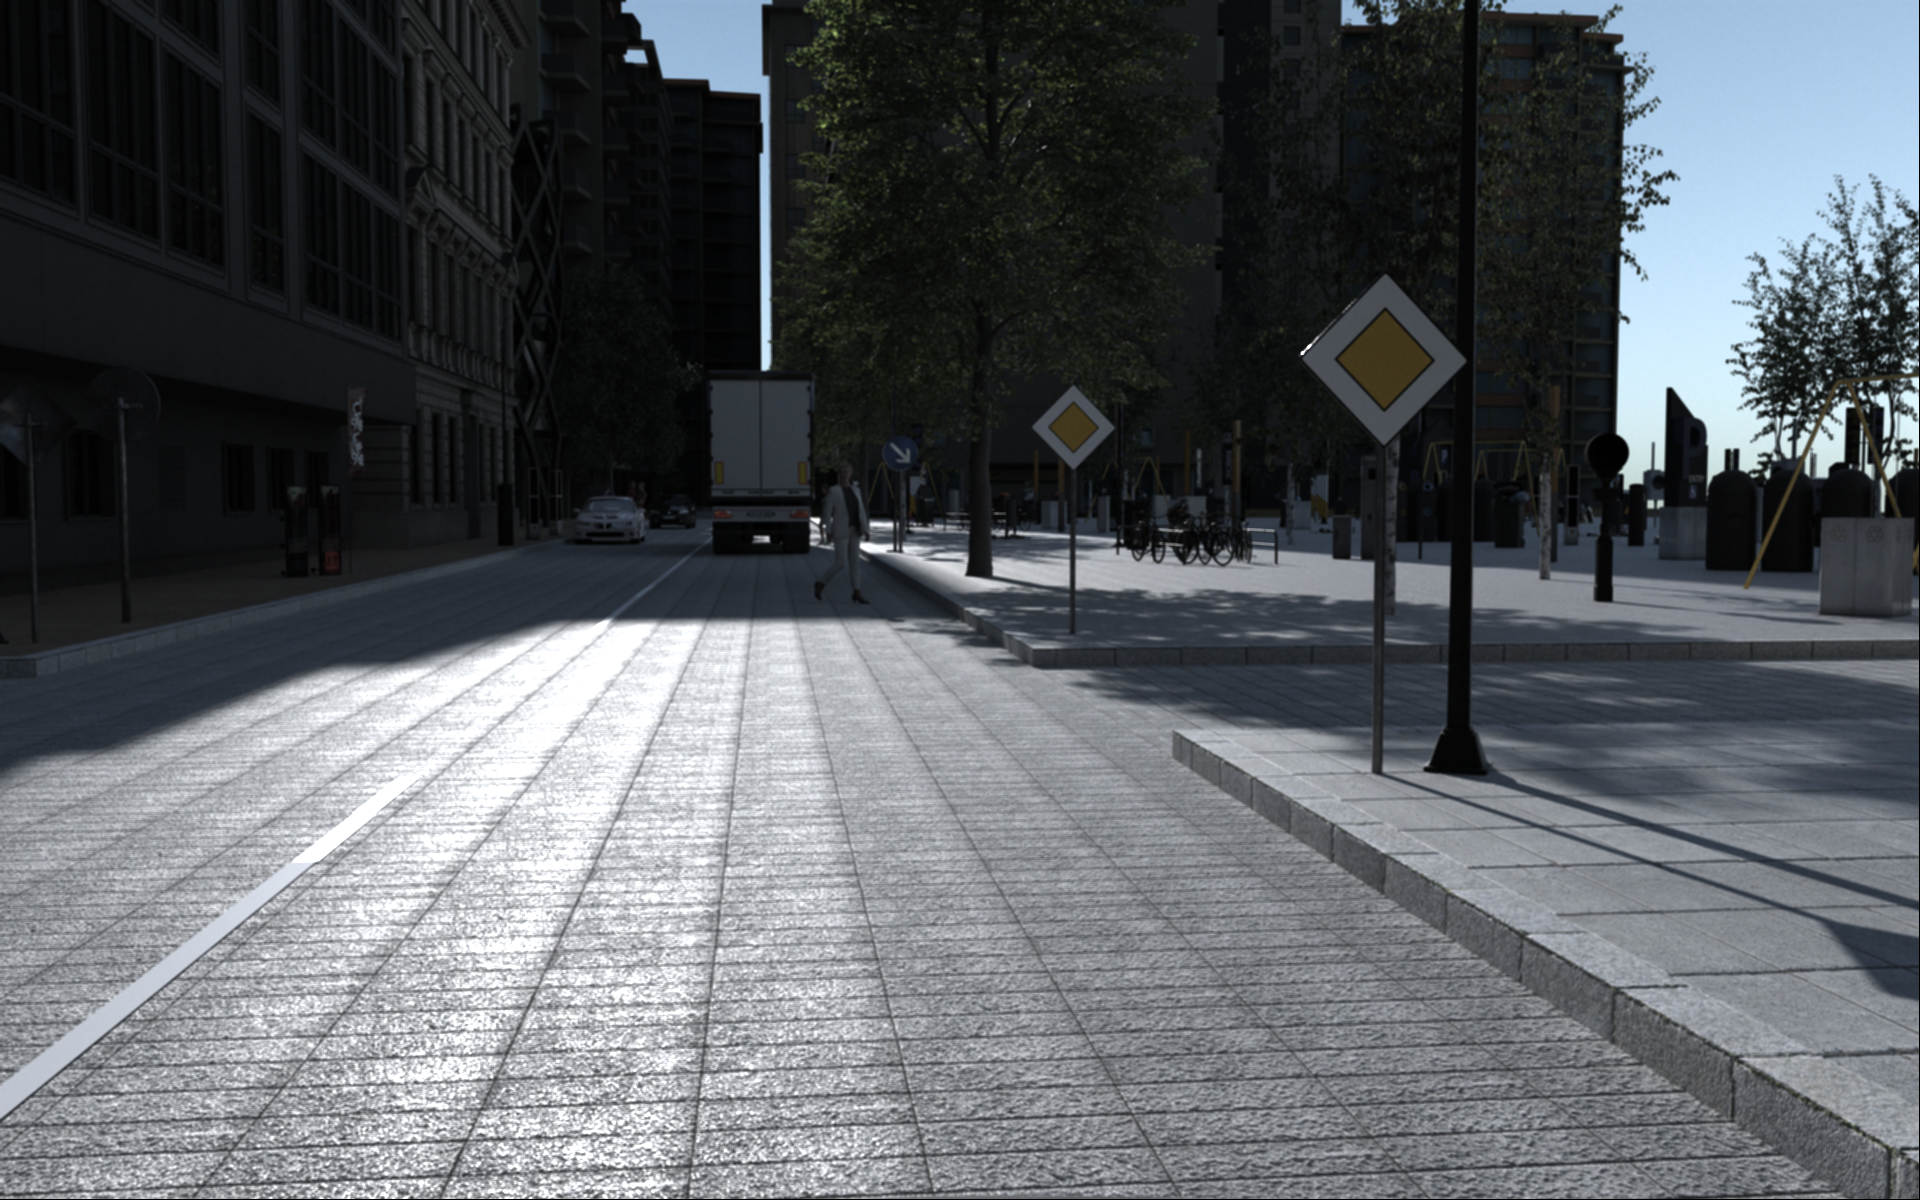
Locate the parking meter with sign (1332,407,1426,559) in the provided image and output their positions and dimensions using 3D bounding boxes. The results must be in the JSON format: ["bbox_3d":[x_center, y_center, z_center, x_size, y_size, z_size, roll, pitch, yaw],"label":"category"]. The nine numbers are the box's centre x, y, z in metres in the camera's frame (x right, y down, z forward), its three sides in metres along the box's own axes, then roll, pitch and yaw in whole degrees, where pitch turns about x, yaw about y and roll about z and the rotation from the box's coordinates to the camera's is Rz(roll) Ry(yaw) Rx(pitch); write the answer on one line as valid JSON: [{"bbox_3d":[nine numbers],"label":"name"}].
[{"bbox_3d":[8.242,-2.316,34.130,1.738,3.016,0.543,1,4,11],"label":"parking meter with sign"}]

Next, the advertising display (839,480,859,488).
[{"bbox_3d":[-5.128,-4.603,80.467,0.974,1.923,0.123,1,4,13],"label":"advertising display"}]

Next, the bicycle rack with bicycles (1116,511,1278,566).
[{"bbox_3d":[4.638,-1.145,32.097,2.852,0.926,2.925,-1,4,-10],"label":"bicycle rack with bicycles"}]

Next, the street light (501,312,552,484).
[{"bbox_3d":[-11.105,-4.388,44.284,1.470,5.913,1.316,0,4,-6],"label":"street light"}]

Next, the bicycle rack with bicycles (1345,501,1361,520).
[{"bbox_3d":[20.448,-4.507,87.067,2.852,0.926,2.925,-1,4,-11],"label":"bicycle rack with bicycles"}]

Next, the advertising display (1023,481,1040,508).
[{"bbox_3d":[3.530,-4.925,85.734,0.974,1.923,0.123,3,5,42],"label":"advertising display"}]

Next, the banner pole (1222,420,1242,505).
[{"bbox_3d":[9.271,-4.205,58.774,0.863,3.779,0.401,2,4,28],"label":"banner pole"}]

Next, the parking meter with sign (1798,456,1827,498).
[{"bbox_3d":[39.224,-5.065,79.081,1.738,3.016,0.543,0,4,7],"label":"parking meter with sign"}]

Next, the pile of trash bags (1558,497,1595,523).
[{"bbox_3d":[26.558,-4.124,77.185,1.912,1.369,3.447,-3,5,-39],"label":"pile of trash bags"}]

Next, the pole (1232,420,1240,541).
[{"bbox_3d":[7.617,-3.299,47.790,0.158,3.312,0.155,0,3,0],"label":"pole"}]

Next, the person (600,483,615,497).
[{"bbox_3d":[-11.400,-2.877,55.729,0.721,1.800,0.419,1,4,18],"label":"person"}]

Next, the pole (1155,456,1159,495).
[{"bbox_3d":[10.488,-6.006,92.042,0.158,3.312,0.155,0,3,0],"label":"pole"}]

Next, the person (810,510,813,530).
[{"bbox_3d":[-6.239,-3.698,69.151,0.728,1.800,0.709,1,4,14],"label":"person"}]

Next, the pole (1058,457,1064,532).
[{"bbox_3d":[3.426,-3.958,58.561,0.158,3.312,0.155,0,3,0],"label":"pole"}]

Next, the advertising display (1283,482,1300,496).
[{"bbox_3d":[17.557,-5.299,91.849,0.123,1.923,0.974,-3,5,-45],"label":"advertising display"}]

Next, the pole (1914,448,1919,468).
[{"bbox_3d":[42.648,-5.104,77.301,0.158,3.312,0.155,0,3,0],"label":"pole"}]

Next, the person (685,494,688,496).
[{"bbox_3d":[-16.764,-5.751,105.748,0.599,1.433,0.991,0,4,-6],"label":"person"}]

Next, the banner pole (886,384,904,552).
[{"bbox_3d":[-1.472,-2.963,38.455,0.401,3.779,0.863,-1,4,-9],"label":"banner pole"}]

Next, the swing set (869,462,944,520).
[{"bbox_3d":[-2.683,-5.357,85.201,3.119,2.851,2.862,3,4,38],"label":"swing set"}]

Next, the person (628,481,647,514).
[{"bbox_3d":[-10.056,-2.777,53.885,0.580,1.828,0.573,-1,4,-19],"label":"person"}]

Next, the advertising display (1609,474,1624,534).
[{"bbox_3d":[21.031,-3.078,55.532,0.123,1.923,0.974,0,4,2],"label":"advertising display"}]

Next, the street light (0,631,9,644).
[{"bbox_3d":[-7.809,-2.578,14.694,1.470,5.913,1.316,0,4,-6],"label":"street light"}]

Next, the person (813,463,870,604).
[{"bbox_3d":[-1.549,-0.878,22.734,0.818,1.842,0.514,2,4,31],"label":"person"}]

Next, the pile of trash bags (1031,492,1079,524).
[{"bbox_3d":[4.255,-4.048,75.943,1.912,1.369,3.447,0,4,4],"label":"pile of trash bags"}]

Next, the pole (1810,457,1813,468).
[{"bbox_3d":[47.136,-6.239,95.849,0.158,3.312,0.155,0,3,0],"label":"pole"}]

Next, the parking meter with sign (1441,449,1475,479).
[{"bbox_3d":[19.582,-4.337,67.171,1.738,3.016,0.543,-1,4,-11],"label":"parking meter with sign"}]

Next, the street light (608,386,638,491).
[{"bbox_3d":[-14.485,-6.219,74.221,1.470,5.913,1.316,0,4,-6],"label":"street light"}]

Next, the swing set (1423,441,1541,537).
[{"bbox_3d":[15.287,-3.308,51.710,3.119,2.851,2.862,3,5,39],"label":"swing set"}]

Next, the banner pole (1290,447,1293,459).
[{"bbox_3d":[16.010,-5.728,83.663,0.401,3.779,0.863,0,4,0],"label":"banner pole"}]

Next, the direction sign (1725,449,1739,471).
[{"bbox_3d":[38.614,-5.793,86.710,0.379,3.537,0.876,-1,4,-22],"label":"direction sign"}]

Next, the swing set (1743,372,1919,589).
[{"bbox_3d":[12.282,-1.517,22.423,2.862,2.851,3.119,-1,4,-11],"label":"swing set"}]

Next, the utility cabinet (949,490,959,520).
[{"bbox_3d":[-0.284,-4.685,85.283,0.318,1.500,1.173,-1,4,-11],"label":"utility cabinet"}]

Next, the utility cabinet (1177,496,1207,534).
[{"bbox_3d":[6.467,-2.277,48.383,0.306,1.237,1.020,3,5,42],"label":"utility cabinet"}]

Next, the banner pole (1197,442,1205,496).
[{"bbox_3d":[11.596,-5.715,83.455,0.401,3.779,0.863,3,4,37],"label":"banner pole"}]

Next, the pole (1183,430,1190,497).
[{"bbox_3d":[7.279,-3.778,55.618,0.158,3.312,0.155,0,3,0],"label":"pole"}]

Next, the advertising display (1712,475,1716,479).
[{"bbox_3d":[26.405,-3.329,59.639,0.974,1.923,0.123,0,4,5],"label":"advertising display"}]

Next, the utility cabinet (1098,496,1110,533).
[{"bbox_3d":[4.751,-2.822,57.299,0.306,1.237,1.020,1,4,11],"label":"utility cabinet"}]

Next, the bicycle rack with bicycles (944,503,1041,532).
[{"bbox_3d":[0.716,-2.802,59.192,2.852,0.926,2.925,-2,4,-28],"label":"bicycle rack with bicycles"}]

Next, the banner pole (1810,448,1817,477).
[{"bbox_3d":[46.462,-6.383,94.385,0.863,3.779,0.401,-3,5,-40],"label":"banner pole"}]

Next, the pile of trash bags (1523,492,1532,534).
[{"bbox_3d":[16.768,-2.837,56.129,1.912,1.369,3.447,-1,4,-14],"label":"pile of trash bags"}]

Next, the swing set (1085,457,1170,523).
[{"bbox_3d":[7.417,-4.725,74.879,2.862,2.851,3.119,-2,4,-28],"label":"swing set"}]

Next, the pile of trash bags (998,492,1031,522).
[{"bbox_3d":[2.905,-4.417,81.969,1.912,1.369,3.447,-3,4,-36],"label":"pile of trash bags"}]

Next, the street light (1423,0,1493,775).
[{"bbox_3d":[1.783,-2.159,7.838,1.470,5.913,1.316,0,4,-6],"label":"street light"}]

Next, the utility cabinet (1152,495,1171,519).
[{"bbox_3d":[10.544,-4.867,90.743,1.020,1.237,0.306,-2,4,-31],"label":"utility cabinet"}]

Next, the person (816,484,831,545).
[{"bbox_3d":[-3.755,-2.392,48.608,0.522,1.701,0.512,0,4,2],"label":"person"}]

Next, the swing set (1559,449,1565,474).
[{"bbox_3d":[19.545,-3.864,60.798,3.119,2.851,2.862,3,4,37],"label":"swing set"}]

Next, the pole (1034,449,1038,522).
[{"bbox_3d":[3.469,-5.215,79.102,0.158,3.312,0.155,0,3,0],"label":"pole"}]
